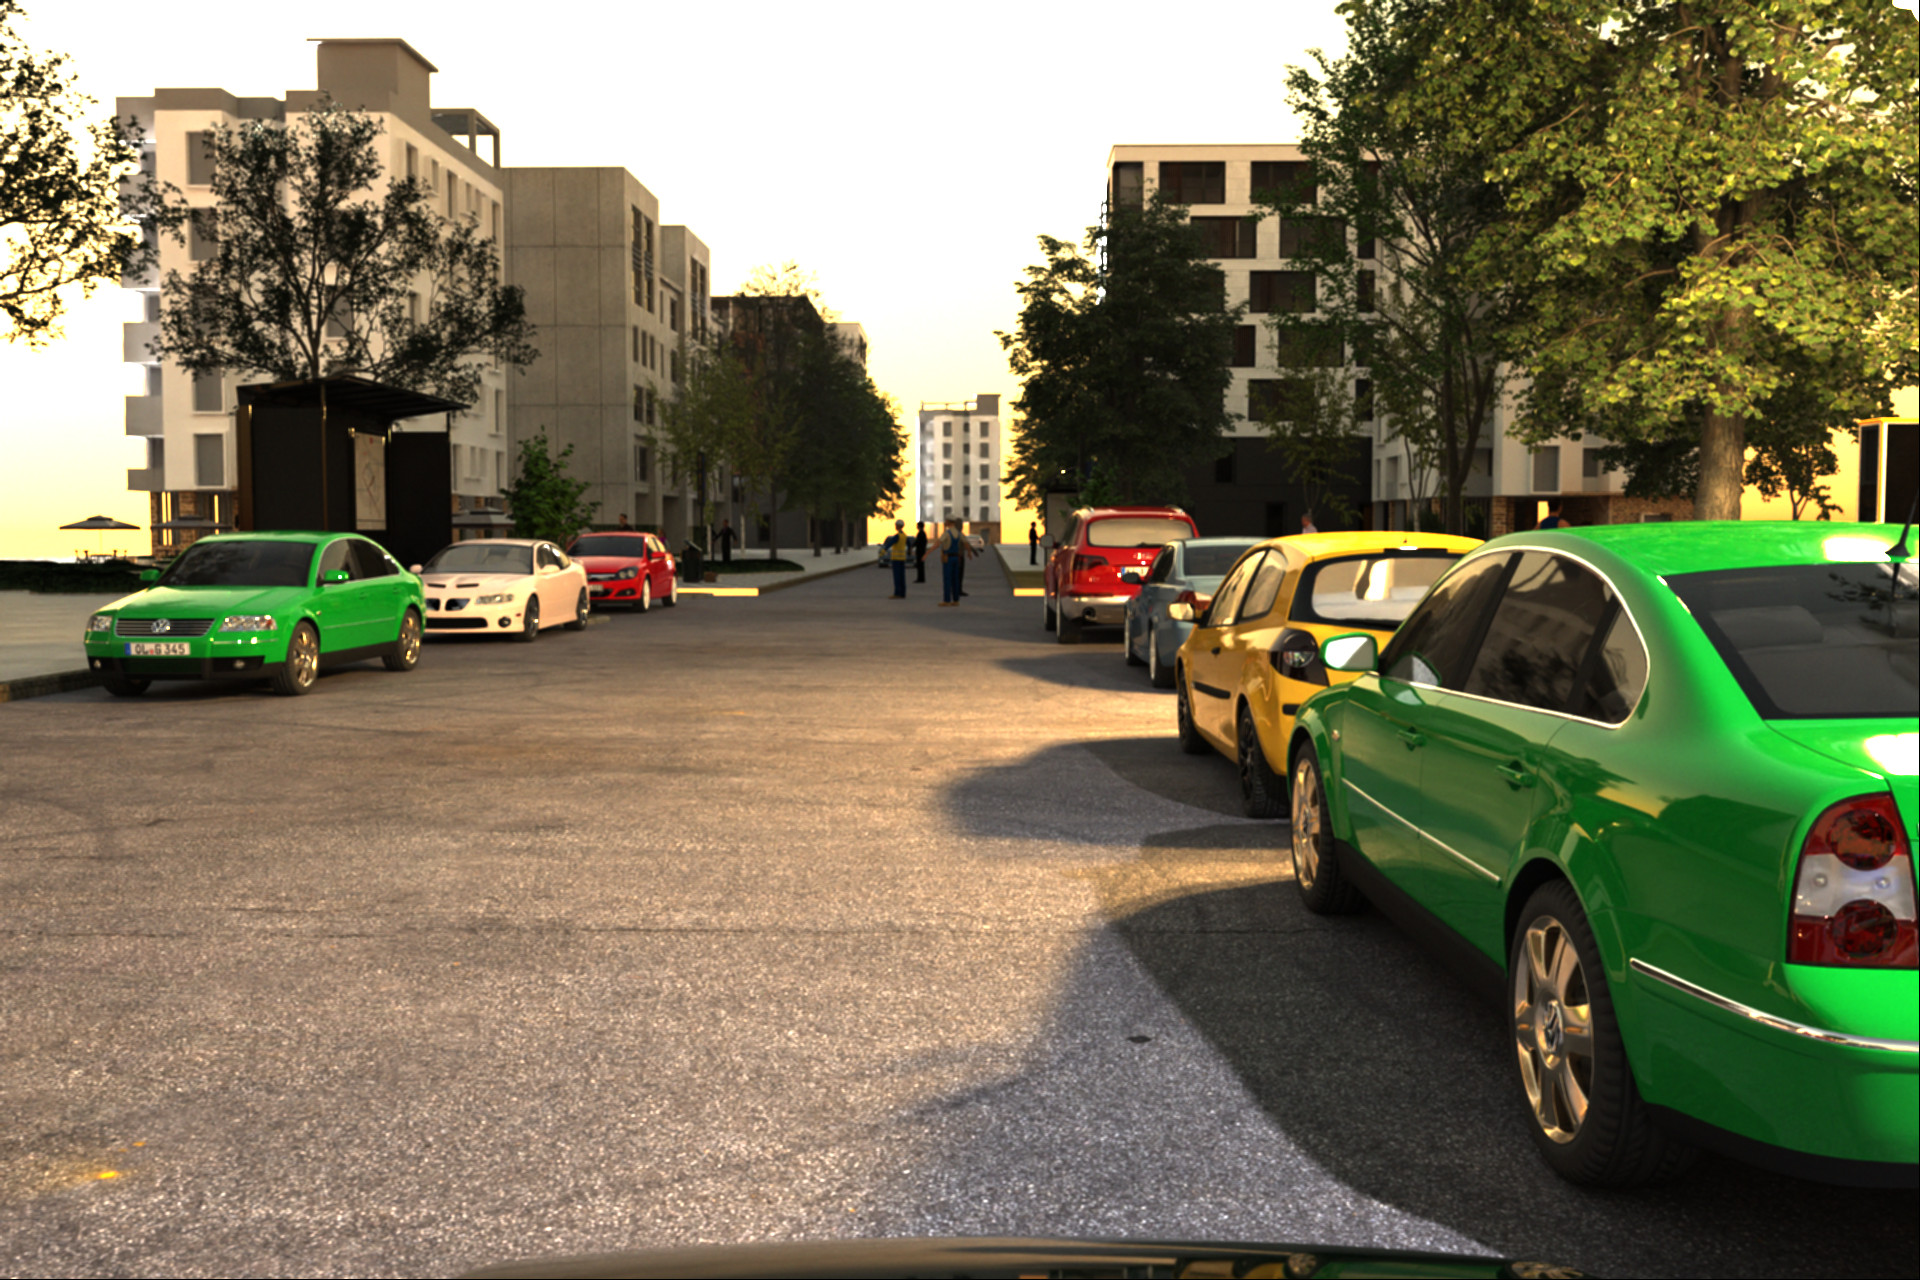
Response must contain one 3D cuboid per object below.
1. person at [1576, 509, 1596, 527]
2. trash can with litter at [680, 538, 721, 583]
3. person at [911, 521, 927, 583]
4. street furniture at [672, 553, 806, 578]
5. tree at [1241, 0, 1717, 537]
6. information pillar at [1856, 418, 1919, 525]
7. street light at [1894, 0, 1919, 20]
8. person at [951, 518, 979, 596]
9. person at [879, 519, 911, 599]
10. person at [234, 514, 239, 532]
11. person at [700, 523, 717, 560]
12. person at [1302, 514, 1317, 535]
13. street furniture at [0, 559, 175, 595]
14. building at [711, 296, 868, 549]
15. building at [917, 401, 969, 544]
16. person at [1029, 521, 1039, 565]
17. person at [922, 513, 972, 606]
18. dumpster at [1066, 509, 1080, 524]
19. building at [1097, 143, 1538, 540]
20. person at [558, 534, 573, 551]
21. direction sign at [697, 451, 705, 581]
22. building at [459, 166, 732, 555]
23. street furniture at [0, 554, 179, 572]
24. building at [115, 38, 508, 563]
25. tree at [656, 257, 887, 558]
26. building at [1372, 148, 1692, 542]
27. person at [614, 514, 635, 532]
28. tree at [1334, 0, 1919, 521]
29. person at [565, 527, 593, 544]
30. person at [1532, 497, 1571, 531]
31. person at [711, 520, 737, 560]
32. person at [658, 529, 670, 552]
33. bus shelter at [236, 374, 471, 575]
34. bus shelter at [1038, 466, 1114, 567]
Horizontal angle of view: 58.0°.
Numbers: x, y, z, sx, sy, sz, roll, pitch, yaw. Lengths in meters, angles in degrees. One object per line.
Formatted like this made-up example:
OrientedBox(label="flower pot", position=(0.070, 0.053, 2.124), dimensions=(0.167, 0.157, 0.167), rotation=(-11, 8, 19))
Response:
OrientedBox(label="person", position=(11.122, -1.473, 30.885), dimensions=(1.215, 1.729, 0.721), rotation=(0, 4, 2))
OrientedBox(label="trash can with litter", position=(-6.876, -2.110, 45.886), dimensions=(1.055, 1.170, 0.624), rotation=(0, 4, 3))
OrientedBox(label="person", position=(-1.191, -2.588, 50.960), dimensions=(0.705, 1.806, 1.347), rotation=(1, 4, 17))
OrientedBox(label="street furniture", position=(-8.700, -2.437, 55.463), dimensions=(5.734, 0.657, 10.072), rotation=(1, 4, 19))
OrientedBox(label="tree", position=(9.134, -6.450, 31.216), dimensions=(9.928, 11.665, 9.643), rotation=(0, 3, 0))
OrientedBox(label="information pillar", position=(5.989, -0.409, 11.172), dimensions=(0.304, 2.012, 0.304), rotation=(0, 4, 1))
OrientedBox(label="street light", position=(6.401, -2.325, 10.797), dimensions=(0.468, 5.910, 1.993), rotation=(0, 4, 0))
OrientedBox(label="person", position=(-0.018, -1.937, 40.262), dimensions=(0.705, 1.813, 1.348), rotation=(-2, 4, -32))
OrientedBox(label="person", position=(-1.424, -1.813, 38.557), dimensions=(0.721, 1.772, 1.216), rotation=(2, 4, 31))
OrientedBox(label="person", position=(-14.221, -1.703, 34.676), dimensions=(0.721, 1.735, 1.217), rotation=(-2, 4, -26))
OrientedBox(label="person", position=(-10.111, -3.852, 69.709), dimensions=(0.721, 1.740, 1.216), rotation=(2, 4, 23))
OrientedBox(label="person", position=(7.342, -1.822, 36.777), dimensions=(0.436, 1.711, 0.756), rotation=(0, 4, -6))
OrientedBox(label="street furniture", position=(-19.121, -1.588, 41.591), dimensions=(5.734, 0.657, 10.072), rotation=(1, 4, 12))
OrientedBox(label="building", position=(-23.633, -19.645, 165.166), dimensions=(27.936, 21.610, 32.646), rotation=(0, 4, 0))
OrientedBox(label="building", position=(-5.536, -23.175, 237.781), dimensions=(11.380, 20.090, 16.016), rotation=(0, 4, 6))
OrientedBox(label="person", position=(3.096, -4.040, 72.241), dimensions=(0.705, 1.806, 1.347), rotation=(1, 4, 20))
OrientedBox(label="person", position=(-0.204, -1.597, 34.419), dimensions=(1.347, 1.847, 0.705), rotation=(-3, 5, -44))
OrientedBox(label="dumpster", position=(2.681, -1.279, 29.134), dimensions=(1.865, 1.857, 1.264), rotation=(0, 4, 1))
OrientedBox(label="building", position=(22.268, -16.105, 107.292), dimensions=(27.936, 21.610, 32.646), rotation=(0, 4, 1))
OrientedBox(label="person", position=(-15.436, -3.782, 68.645), dimensions=(0.721, 1.733, 1.217), rotation=(3, 5, 44))
OrientedBox(label="direction sign", position=(-7.138, -3.416, 47.853), dimensions=(0.379, 3.537, 0.876), rotation=(0, 4, 3))
OrientedBox(label="building", position=(-24.046, -14.256, 99.546), dimensions=(16.747, 18.905, 31.486), rotation=(0, 4, 2))
OrientedBox(label="street furniture", position=(-28.389, -2.260, 52.579), dimensions=(10.072, 0.657, 5.734), rotation=(1, 4, 17))
OrientedBox(label="building", position=(-26.267, -12.918, 67.621), dimensions=(16.016, 20.090, 11.380), rotation=(0, 4, 1))
OrientedBox(label="tree", position=(-8.290, -10.196, 77.074), dimensions=(12.009, 13.543, 11.850), rotation=(0, 3, 0))
OrientedBox(label="building", position=(26.275, -14.123, 87.323), dimensions=(16.016, 20.090, 11.380), rotation=(0, 4, 1))
OrientedBox(label="person", position=(-8.895, -2.419, 45.681), dimensions=(1.346, 1.812, 0.704), rotation=(2, 4, 30))
OrientedBox(label="tree", position=(8.599, -6.899, 19.446), dimensions=(9.857, 13.997, 8.962), rotation=(0, 3, 0))
OrientedBox(label="person", position=(-13.816, -3.509, 63.558), dimensions=(1.347, 1.806, 0.705), rotation=(0, 4, 6))
OrientedBox(label="person", position=(8.436, -1.124, 24.552), dimensions=(0.704, 1.807, 1.345), rotation=(-2, 4, -35))
OrientedBox(label="person", position=(-8.477, -3.448, 62.602), dimensions=(1.346, 1.802, 0.704), rotation=(3, 5, 39))
OrientedBox(label="person", position=(-8.369, -2.381, 48.191), dimensions=(0.991, 1.433, 0.599), rotation=(3, 5, 44))
OrientedBox(label="bus shelter", position=(-9.818, -2.283, 28.618), dimensions=(1.731, 3.624, 6.357), rotation=(0, 4, 1))
OrientedBox(label="bus shelter", position=(3.586, -3.681, 54.114), dimensions=(2.014, 3.302, 5.546), rotation=(0, 4, -1))
